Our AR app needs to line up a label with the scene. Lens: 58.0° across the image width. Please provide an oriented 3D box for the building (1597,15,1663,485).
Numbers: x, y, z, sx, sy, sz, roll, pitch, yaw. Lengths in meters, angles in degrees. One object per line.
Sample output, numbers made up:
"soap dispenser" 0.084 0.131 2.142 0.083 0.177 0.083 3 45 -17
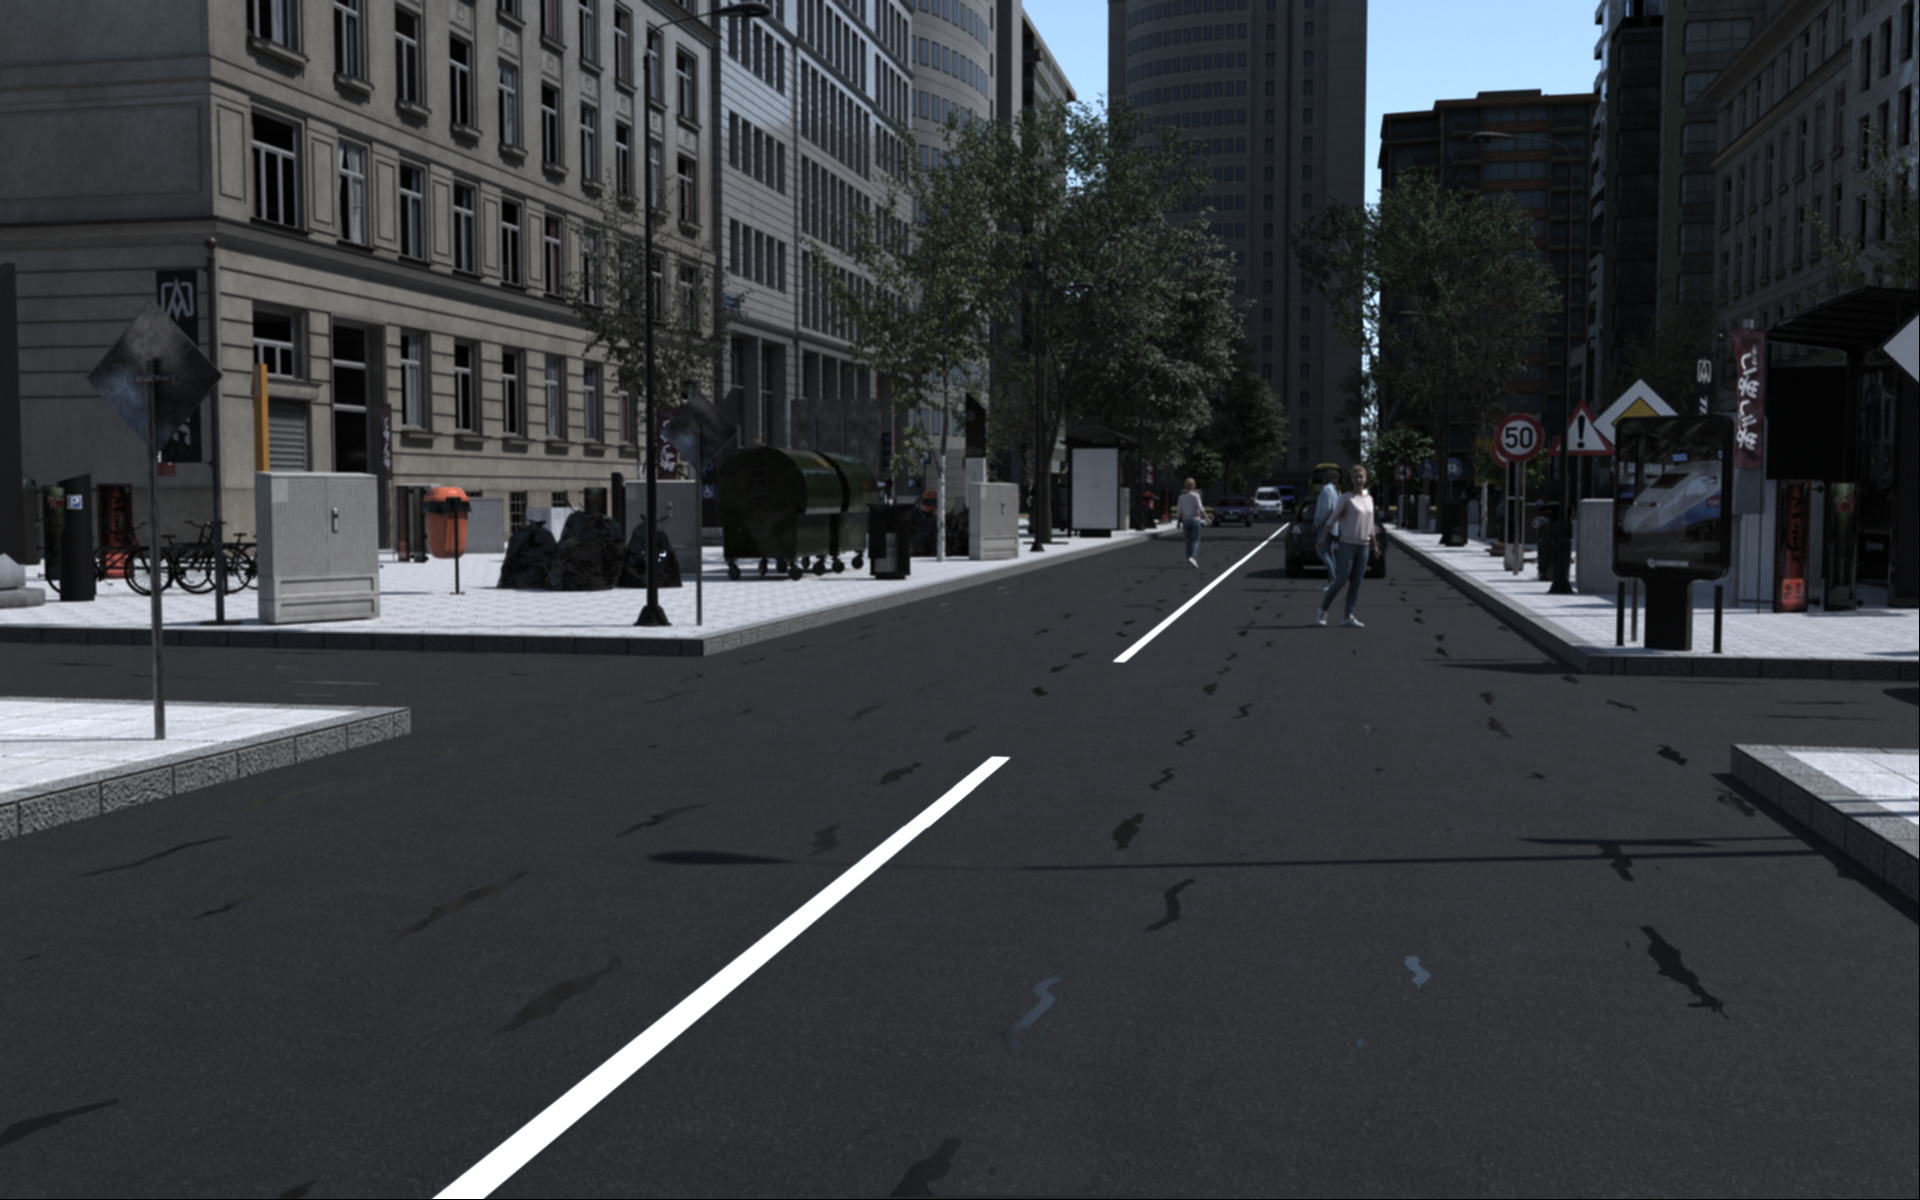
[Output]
"building" 47.026 -20.535 107.447 14.160 30.474 14.107 1 4 12

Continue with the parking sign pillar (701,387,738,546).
"parking sign pillar" -6.007 -3.350 43.250 1.447 3.967 1.447 1 4 18

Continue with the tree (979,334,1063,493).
"tree" 2.923 -7.768 77.369 4.360 8.622 3.978 0 3 0

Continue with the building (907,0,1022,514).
"building" -8.852 -34.636 108.304 21.231 58.520 28.212 1 4 12

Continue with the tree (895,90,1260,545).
"tree" 2.353 -7.251 44.303 9.928 11.665 9.643 0 3 0

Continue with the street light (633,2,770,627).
"street light" -2.474 -2.696 16.620 1.470 5.913 1.316 1 4 12

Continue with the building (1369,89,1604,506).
"building" 59.156 -32.805 190.979 28.867 44.769 22.147 1 4 12

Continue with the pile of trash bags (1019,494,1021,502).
"pile of trash bags" 1.351 -4.563 84.356 3.447 1.369 1.912 -1 4 -23

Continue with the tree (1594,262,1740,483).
"tree" 23.009 -6.435 55.569 4.737 8.622 4.395 0 3 0

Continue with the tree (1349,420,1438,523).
"tree" 19.430 -5.646 76.021 4.285 4.588 4.351 0 3 0

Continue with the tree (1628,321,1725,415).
"tree" 30.098 -7.474 72.564 4.360 8.622 3.978 0 3 0

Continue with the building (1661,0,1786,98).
"building" 45.082 -25.049 93.149 14.154 41.232 14.086 1 4 12

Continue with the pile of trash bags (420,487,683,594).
"pile of trash bags" -5.575 -0.829 23.311 3.447 1.369 1.912 -3 5 -43

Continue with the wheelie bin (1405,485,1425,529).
"wheelie bin" 16.601 -3.382 63.208 0.693 1.594 0.980 1 4 12

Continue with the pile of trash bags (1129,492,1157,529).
"pile of trash bags" 6.491 -3.357 64.647 1.912 1.369 3.447 2 4 26

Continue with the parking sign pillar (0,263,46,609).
"parking sign pillar" -11.256 -1.907 19.654 1.447 3.967 1.447 0 4 5

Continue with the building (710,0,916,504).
"building" -10.808 -18.357 77.634 11.434 29.767 29.804 1 4 12

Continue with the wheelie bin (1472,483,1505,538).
"wheelie bin" 15.450 -2.596 50.347 0.693 1.594 0.980 2 4 31

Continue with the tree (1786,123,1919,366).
"tree" 18.358 -5.073 33.300 4.737 8.622 4.395 0 3 0

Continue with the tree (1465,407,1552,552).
"tree" 12.352 -2.684 38.492 1.663 3.219 1.824 0 3 0

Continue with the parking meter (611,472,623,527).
"parking meter" -9.306 -2.530 47.079 0.255 1.863 0.399 0 4 1

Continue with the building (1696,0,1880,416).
"building" 40.937 -14.431 69.236 16.112 22.955 30.059 1 4 12

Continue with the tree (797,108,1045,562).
"tree" -0.589 -5.033 32.660 4.737 8.622 4.395 0 3 0

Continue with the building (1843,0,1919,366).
"building" 32.291 -11.771 47.202 10.420 20.320 16.860 1 4 12

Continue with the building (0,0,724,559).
"building" -18.784 -13.193 48.986 16.112 22.955 30.059 1 4 12

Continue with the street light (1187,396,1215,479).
"street light" 11.369 -6.710 82.244 1.470 5.913 1.316 1 4 12

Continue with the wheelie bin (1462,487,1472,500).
"wheelie bin" 24.452 -4.574 82.692 0.980 1.594 0.693 -2 4 -31

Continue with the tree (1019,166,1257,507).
"tree" 6.573 -9.782 66.591 9.857 13.997 8.962 0 3 0

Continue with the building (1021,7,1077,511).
"building" -3.795 -27.425 140.275 23.993 40.220 32.217 1 4 12

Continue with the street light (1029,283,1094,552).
"street light" 2.249 -4.023 38.317 1.470 5.913 1.316 1 4 12

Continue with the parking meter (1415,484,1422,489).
"parking meter" 21.996 -4.742 83.235 0.255 1.863 0.399 -1 4 -11

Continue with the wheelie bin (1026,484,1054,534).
"wheelie bin" 2.628 -2.936 55.913 0.980 1.594 0.693 -3 4 -39

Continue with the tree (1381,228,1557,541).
"tree" 14.178 -5.937 47.427 4.360 8.622 3.978 0 3 0

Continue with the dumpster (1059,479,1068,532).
"dumpster" 4.112 -3.290 59.549 1.264 1.857 1.865 1 4 12

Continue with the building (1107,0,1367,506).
"building" 31.144 -40.002 196.027 28.212 58.520 21.231 1 4 12

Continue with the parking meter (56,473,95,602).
"parking meter" -10.601 -0.755 20.756 0.372 1.533 0.369 0 3 0

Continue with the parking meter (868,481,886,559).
"parking meter" -1.655 -1.601 34.583 0.372 1.533 0.369 0 3 0

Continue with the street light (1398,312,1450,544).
"street light" 11.864 -4.382 44.190 1.470 5.913 1.316 1 4 12

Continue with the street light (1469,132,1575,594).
"street light" 7.237 -3.044 22.319 1.470 5.913 1.316 1 4 12

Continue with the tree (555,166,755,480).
"tree" -7.141 -5.468 39.772 4.360 8.622 3.978 0 3 0

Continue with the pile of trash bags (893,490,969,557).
"pile of trash bags" -0.434 -1.661 36.908 1.912 1.369 3.447 -1 4 -10

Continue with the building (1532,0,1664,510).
"building" 55.671 -49.815 127.141 22.319 86.520 31.000 1 4 12

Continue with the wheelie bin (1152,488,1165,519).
"wheelie bin" 10.147 -4.925 88.436 0.980 1.594 0.693 3 5 44

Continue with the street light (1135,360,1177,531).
"street light" 6.815 -5.358 60.145 1.470 5.913 1.316 1 4 12

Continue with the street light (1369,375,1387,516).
"street light" 16.562 -5.749 66.540 1.470 5.913 1.316 1 4 12

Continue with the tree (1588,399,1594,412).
"tree" 30.870 -7.834 78.442 4.737 8.622 4.395 0 3 0

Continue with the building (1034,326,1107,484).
"building" 3.381 -22.058 205.681 28.899 21.520 27.650 1 4 12

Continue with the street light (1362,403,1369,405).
"street light" 21.149 -7.078 88.265 1.470 5.913 1.316 1 4 12
